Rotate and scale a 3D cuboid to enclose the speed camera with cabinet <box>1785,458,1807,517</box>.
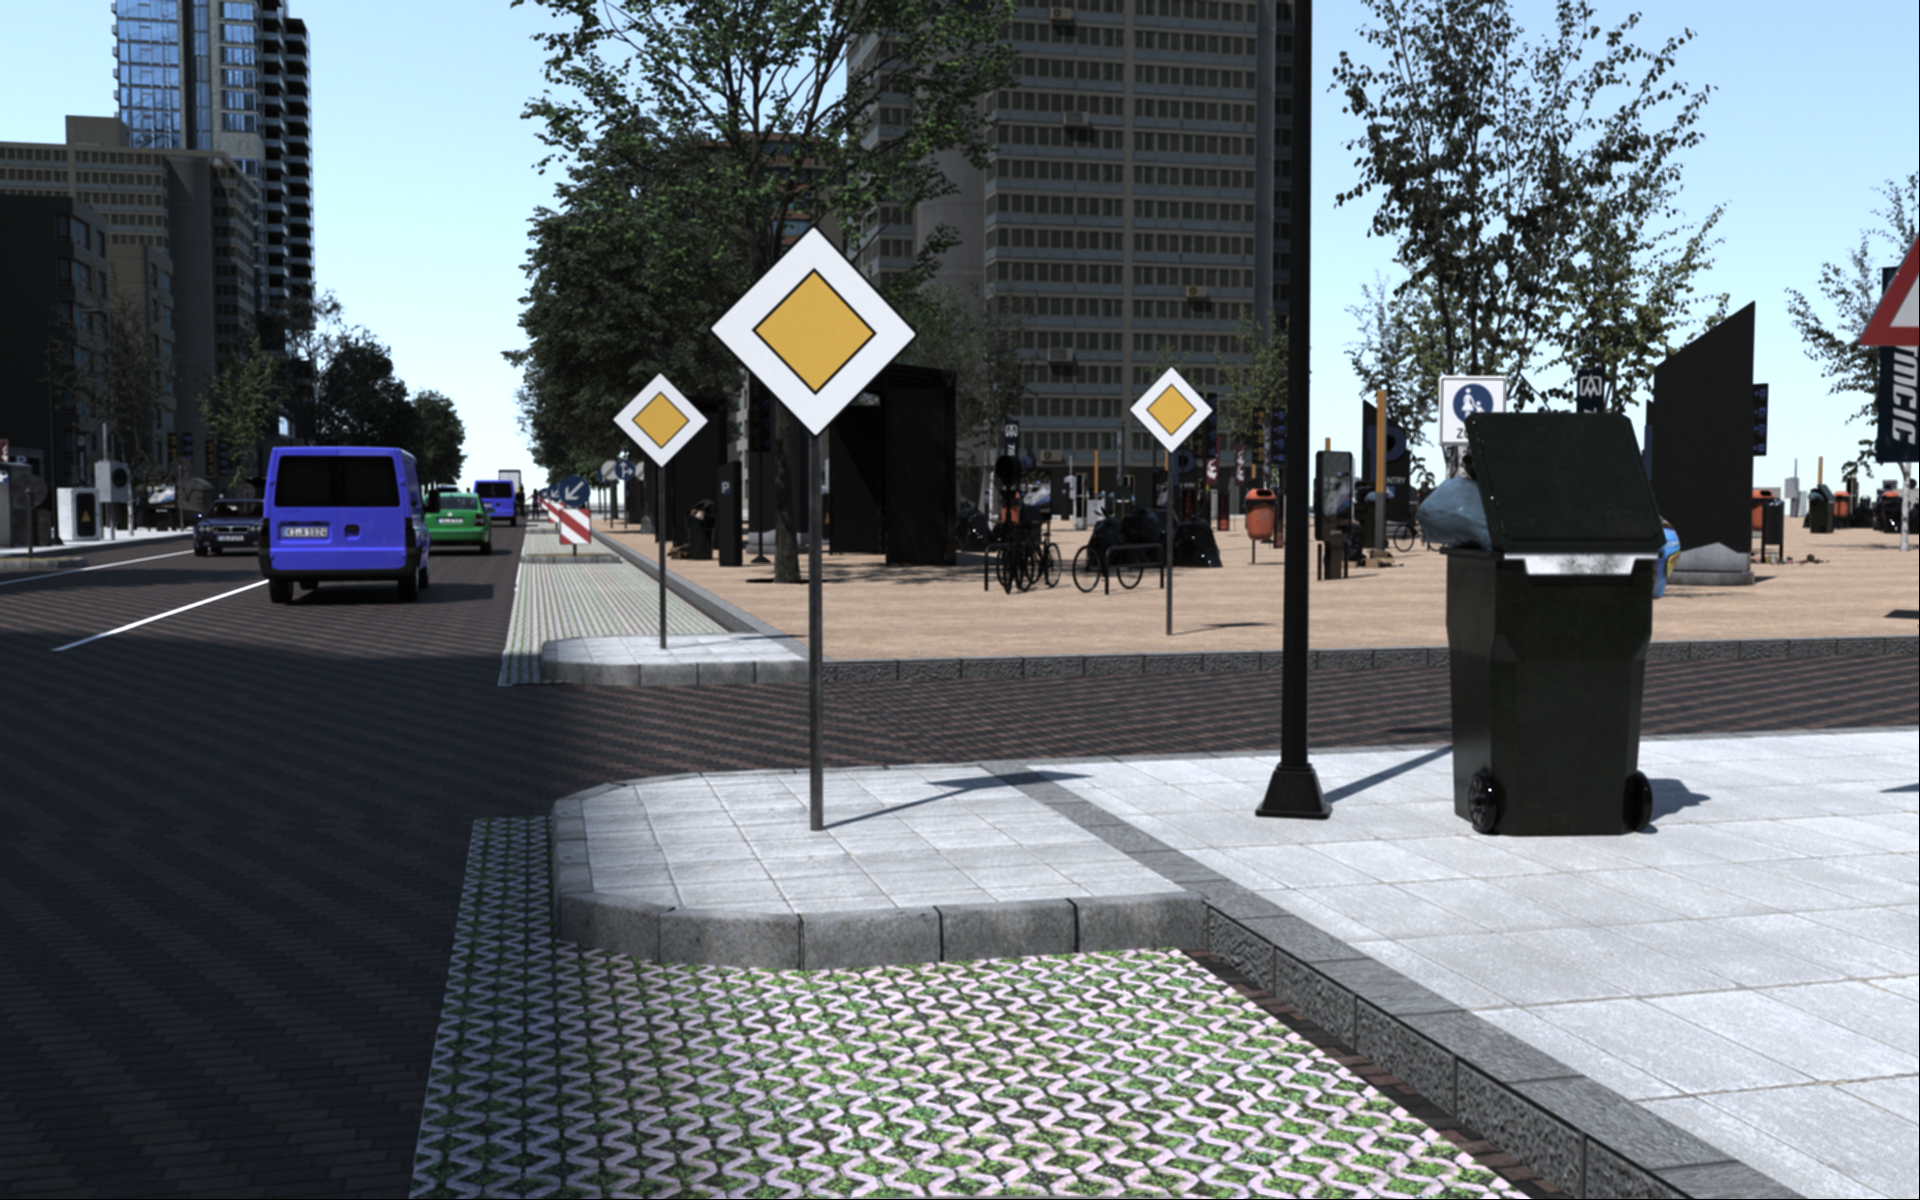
[{"bbox_3d":[46.474,-6.236,96.288,0.660,3.252,2.038,3,5,43],"label":"speed camera with cabinet"}]

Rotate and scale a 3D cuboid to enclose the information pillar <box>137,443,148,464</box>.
[{"bbox_3d":[-36.765,-5.295,77.923,0.183,3.616,0.504,2,4,29],"label":"information pillar"}]

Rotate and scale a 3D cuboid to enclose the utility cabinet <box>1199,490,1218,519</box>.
[{"bbox_3d":[12.786,-4.930,89.285,0.318,1.500,1.173,-2,4,-32],"label":"utility cabinet"}]

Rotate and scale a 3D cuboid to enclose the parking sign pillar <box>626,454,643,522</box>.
[{"bbox_3d":[-14.844,-5.630,80.530,1.447,3.967,1.447,-2,4,-28],"label":"parking sign pillar"}]

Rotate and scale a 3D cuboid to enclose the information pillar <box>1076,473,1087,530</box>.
[{"bbox_3d":[4.300,-3.473,61.280,0.304,2.012,0.304,2,4,33],"label":"information pillar"}]

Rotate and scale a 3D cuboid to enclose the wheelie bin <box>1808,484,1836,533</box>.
[{"bbox_3d":[28.151,-2.980,56.636,0.980,1.594,0.693,-3,5,-41],"label":"wheelie bin"}]

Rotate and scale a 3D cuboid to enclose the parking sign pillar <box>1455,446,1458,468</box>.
[{"bbox_3d":[21.678,-5.222,73.844,1.447,3.967,1.447,-1,4,-9],"label":"parking sign pillar"}]

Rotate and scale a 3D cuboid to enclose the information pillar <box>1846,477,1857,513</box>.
[{"bbox_3d":[39.036,-4.366,75.873,0.304,2.012,0.304,-2,4,-24],"label":"information pillar"}]

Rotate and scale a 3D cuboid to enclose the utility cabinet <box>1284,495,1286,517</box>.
[{"bbox_3d":[18.645,-5.253,97.048,1.020,1.237,0.306,1,4,23],"label":"utility cabinet"}]

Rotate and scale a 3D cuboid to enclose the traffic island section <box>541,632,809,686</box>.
[{"bbox_3d":[-2.443,0.483,14.386,2.009,0.180,2.903,-1,4,-14],"label":"traffic island section"}]

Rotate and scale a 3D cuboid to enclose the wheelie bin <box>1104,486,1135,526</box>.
[{"bbox_3d":[5.965,-3.436,64.085,0.980,1.594,0.693,0,4,-2],"label":"wheelie bin"}]

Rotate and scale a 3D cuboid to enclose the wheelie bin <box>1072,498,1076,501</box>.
[{"bbox_3d":[6.291,-5.058,90.612,0.693,1.594,0.980,-1,4,-21],"label":"wheelie bin"}]

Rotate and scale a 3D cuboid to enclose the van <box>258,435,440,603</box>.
[{"bbox_3d":[-8.605,-1.236,24.593,2.240,2.365,5.245,-1,4,-15],"label":"van"}]

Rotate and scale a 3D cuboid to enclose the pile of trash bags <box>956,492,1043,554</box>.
[{"bbox_3d":[0.894,-1.748,38.327,1.912,1.369,3.447,-1,4,-8],"label":"pile of trash bags"}]

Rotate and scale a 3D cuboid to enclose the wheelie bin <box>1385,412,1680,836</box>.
[{"bbox_3d":[2.234,0.073,6.712,0.980,1.594,0.693,0,4,-3],"label":"wheelie bin"}]

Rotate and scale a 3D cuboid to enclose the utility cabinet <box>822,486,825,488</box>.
[{"bbox_3d":[-3.744,-2.342,46.964,1.173,1.500,0.318,-2,4,-24],"label":"utility cabinet"}]

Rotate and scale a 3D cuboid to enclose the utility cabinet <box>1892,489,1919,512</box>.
[{"bbox_3d":[41.770,-4.138,76.341,1.173,1.500,0.318,3,5,42],"label":"utility cabinet"}]

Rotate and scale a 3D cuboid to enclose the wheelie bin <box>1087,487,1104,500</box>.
[{"bbox_3d":[6.435,-4.539,82.126,0.980,1.594,0.693,0,4,2],"label":"wheelie bin"}]

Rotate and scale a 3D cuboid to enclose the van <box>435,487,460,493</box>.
[{"bbox_3d":[-41.193,-8.240,139.116,2.240,2.365,5.245,-1,4,-13],"label":"van"}]

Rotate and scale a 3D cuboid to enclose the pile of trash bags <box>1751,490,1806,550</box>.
[{"bbox_3d":[16.726,-1.772,38.732,3.447,1.369,1.912,-1,4,-18],"label":"pile of trash bags"}]

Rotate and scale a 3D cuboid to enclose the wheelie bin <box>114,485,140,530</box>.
[{"bbox_3d":[-29.764,-3.287,61.659,0.980,1.594,0.693,-3,5,-39],"label":"wheelie bin"}]

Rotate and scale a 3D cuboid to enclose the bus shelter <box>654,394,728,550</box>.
[{"bbox_3d":[-6.800,-3.137,42.574,1.731,3.624,6.357,-1,4,-14],"label":"bus shelter"}]

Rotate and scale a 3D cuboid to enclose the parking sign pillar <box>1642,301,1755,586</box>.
[{"bbox_3d":[10.589,-2.215,24.695,1.447,3.967,1.447,2,4,31],"label":"parking sign pillar"}]

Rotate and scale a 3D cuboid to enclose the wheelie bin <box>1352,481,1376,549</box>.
[{"bbox_3d":[9.703,-2.015,40.852,0.693,1.594,0.980,-2,4,-28],"label":"wheelie bin"}]

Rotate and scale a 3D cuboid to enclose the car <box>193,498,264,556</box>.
[{"bbox_3d":[-17.126,-1.754,41.253,1.945,1.354,3.894,-1,4,-16],"label":"car"}]

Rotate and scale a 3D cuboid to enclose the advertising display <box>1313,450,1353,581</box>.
[{"bbox_3d":[5.609,-1.271,25.995,0.123,1.923,0.974,3,5,39],"label":"advertising display"}]

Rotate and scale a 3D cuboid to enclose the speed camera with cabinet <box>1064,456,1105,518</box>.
[{"bbox_3d":[6.418,-5.798,89.138,2.038,3.252,0.660,1,4,20],"label":"speed camera with cabinet"}]

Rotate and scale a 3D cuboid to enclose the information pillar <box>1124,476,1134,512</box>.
[{"bbox_3d":[6.699,-3.928,68.722,0.304,2.012,0.304,-3,4,-39],"label":"information pillar"}]

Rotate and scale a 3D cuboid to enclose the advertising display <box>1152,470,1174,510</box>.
[{"bbox_3d":[5.488,-2.542,46.771,0.123,1.923,0.974,3,4,37],"label":"advertising display"}]

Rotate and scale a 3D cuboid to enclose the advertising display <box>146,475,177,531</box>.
[{"bbox_3d":[-27.525,-3.333,59.716,0.974,1.923,0.123,-1,4,-10],"label":"advertising display"}]

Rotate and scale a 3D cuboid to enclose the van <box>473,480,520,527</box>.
[{"bbox_3d":[-20.813,-4.466,77.410,2.240,2.365,5.245,-1,4,-15],"label":"van"}]

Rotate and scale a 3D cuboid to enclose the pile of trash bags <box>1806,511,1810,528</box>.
[{"bbox_3d":[33.867,-3.409,65.482,3.447,1.369,1.912,-1,4,-11],"label":"pile of trash bags"}]

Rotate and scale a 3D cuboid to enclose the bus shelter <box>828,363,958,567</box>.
[{"bbox_3d":[-1.539,-2.581,33.478,1.731,3.624,6.357,-1,4,-14],"label":"bus shelter"}]

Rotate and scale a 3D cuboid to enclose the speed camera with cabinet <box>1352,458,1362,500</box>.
[{"bbox_3d":[21.010,-6.124,94.471,2.038,3.252,0.660,-1,4,-21],"label":"speed camera with cabinet"}]

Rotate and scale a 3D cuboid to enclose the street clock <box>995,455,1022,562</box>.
[{"bbox_3d":[0.899,-1.684,32.110,0.471,2.002,0.358,3,5,44],"label":"street clock"}]

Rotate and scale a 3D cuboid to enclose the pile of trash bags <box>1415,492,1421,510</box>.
[{"bbox_3d":[17.862,-3.904,73.575,3.447,1.369,1.912,0,4,-5],"label":"pile of trash bags"}]

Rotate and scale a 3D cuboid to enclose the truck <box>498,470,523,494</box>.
[{"bbox_3d":[-53.197,-13.212,204.925,2.839,4.237,11.283,-1,4,-14],"label":"truck"}]

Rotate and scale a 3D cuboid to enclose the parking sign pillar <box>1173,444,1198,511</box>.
[{"bbox_3d":[9.885,-5.404,76.831,1.447,3.967,1.447,-1,4,-9],"label":"parking sign pillar"}]

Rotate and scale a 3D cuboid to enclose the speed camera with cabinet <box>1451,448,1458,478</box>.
[{"bbox_3d":[18.136,-4.138,61.999,0.660,3.252,2.038,-1,4,-10],"label":"speed camera with cabinet"}]

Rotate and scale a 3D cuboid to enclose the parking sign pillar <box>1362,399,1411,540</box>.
[{"bbox_3d":[12.144,-3.725,49.371,1.447,3.967,1.447,-1,4,-10],"label":"parking sign pillar"}]

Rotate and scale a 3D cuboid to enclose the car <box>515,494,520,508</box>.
[{"bbox_3d":[-47.966,-10.803,185.426,1.959,1.807,4.718,-1,4,-13],"label":"car"}]

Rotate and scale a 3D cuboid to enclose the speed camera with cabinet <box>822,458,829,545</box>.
[{"bbox_3d":[-3.367,-3.049,44.189,0.660,3.252,2.038,1,4,23],"label":"speed camera with cabinet"}]

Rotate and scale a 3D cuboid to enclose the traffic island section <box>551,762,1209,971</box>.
[{"bbox_3d":[-0.529,0.957,6.633,2.009,0.180,2.903,-1,4,-14],"label":"traffic island section"}]

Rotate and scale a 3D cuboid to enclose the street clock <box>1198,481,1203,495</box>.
[{"bbox_3d":[13.224,-5.563,95.520,0.471,2.002,0.358,2,4,28],"label":"street clock"}]

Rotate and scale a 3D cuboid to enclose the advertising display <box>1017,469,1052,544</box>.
[{"bbox_3d":[1.902,-2.386,44.231,0.974,1.923,0.123,-2,4,-28],"label":"advertising display"}]

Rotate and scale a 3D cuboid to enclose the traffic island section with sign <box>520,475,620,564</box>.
[{"bbox_3d":[-8.195,-1.690,36.266,1.989,1.847,2.006,-1,4,-14],"label":"traffic island section with sign"}]

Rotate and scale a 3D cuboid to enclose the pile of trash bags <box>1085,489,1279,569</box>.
[{"bbox_3d":[4.064,-1.296,30.938,3.447,1.369,1.912,-1,4,-16],"label":"pile of trash bags"}]

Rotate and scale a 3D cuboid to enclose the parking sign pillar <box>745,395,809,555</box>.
[{"bbox_3d":[-3.900,-2.983,37.241,1.447,3.967,1.447,2,4,25],"label":"parking sign pillar"}]

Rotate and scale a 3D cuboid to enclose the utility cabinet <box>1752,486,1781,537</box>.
[{"bbox_3d":[23.302,-2.565,50.612,1.173,1.500,0.318,2,4,30],"label":"utility cabinet"}]

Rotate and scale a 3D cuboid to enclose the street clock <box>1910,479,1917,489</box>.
[{"bbox_3d":[44.870,-4.724,81.811,0.471,2.002,0.358,0,3,0],"label":"street clock"}]

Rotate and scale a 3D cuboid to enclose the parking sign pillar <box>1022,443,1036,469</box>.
[{"bbox_3d":[3.614,-6.244,90.565,1.447,3.967,1.447,-1,4,-13],"label":"parking sign pillar"}]

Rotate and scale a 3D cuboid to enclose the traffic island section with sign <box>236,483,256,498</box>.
[{"bbox_3d":[-24.753,-3.144,60.035,1.989,1.847,2.006,-1,4,-14],"label":"traffic island section with sign"}]

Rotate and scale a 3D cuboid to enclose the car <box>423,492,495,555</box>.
[{"bbox_3d":[-12.285,-2.030,41.992,1.959,1.807,4.718,-1,4,-14],"label":"car"}]

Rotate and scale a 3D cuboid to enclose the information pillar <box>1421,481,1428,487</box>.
[{"bbox_3d":[26.522,-5.774,98.892,0.304,2.012,0.304,-1,4,-16],"label":"information pillar"}]

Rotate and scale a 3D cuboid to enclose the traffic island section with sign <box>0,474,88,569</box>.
[{"bbox_3d":[-18.281,-1.544,33.865,1.989,1.847,2.006,-1,4,-14],"label":"traffic island section with sign"}]

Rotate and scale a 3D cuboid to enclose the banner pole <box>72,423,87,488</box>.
[{"bbox_3d":[-31.157,-4.360,61.299,0.401,3.779,0.863,0,4,7],"label":"banner pole"}]

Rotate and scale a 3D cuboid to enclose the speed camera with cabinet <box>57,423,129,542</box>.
[{"bbox_3d":[-23.851,-3.260,47.641,0.660,3.252,2.038,1,4,18],"label":"speed camera with cabinet"}]

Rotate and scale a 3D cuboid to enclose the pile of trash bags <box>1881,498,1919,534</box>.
[{"bbox_3d":[32.747,-3.161,61.432,3.447,1.369,1.912,3,5,44],"label":"pile of trash bags"}]
